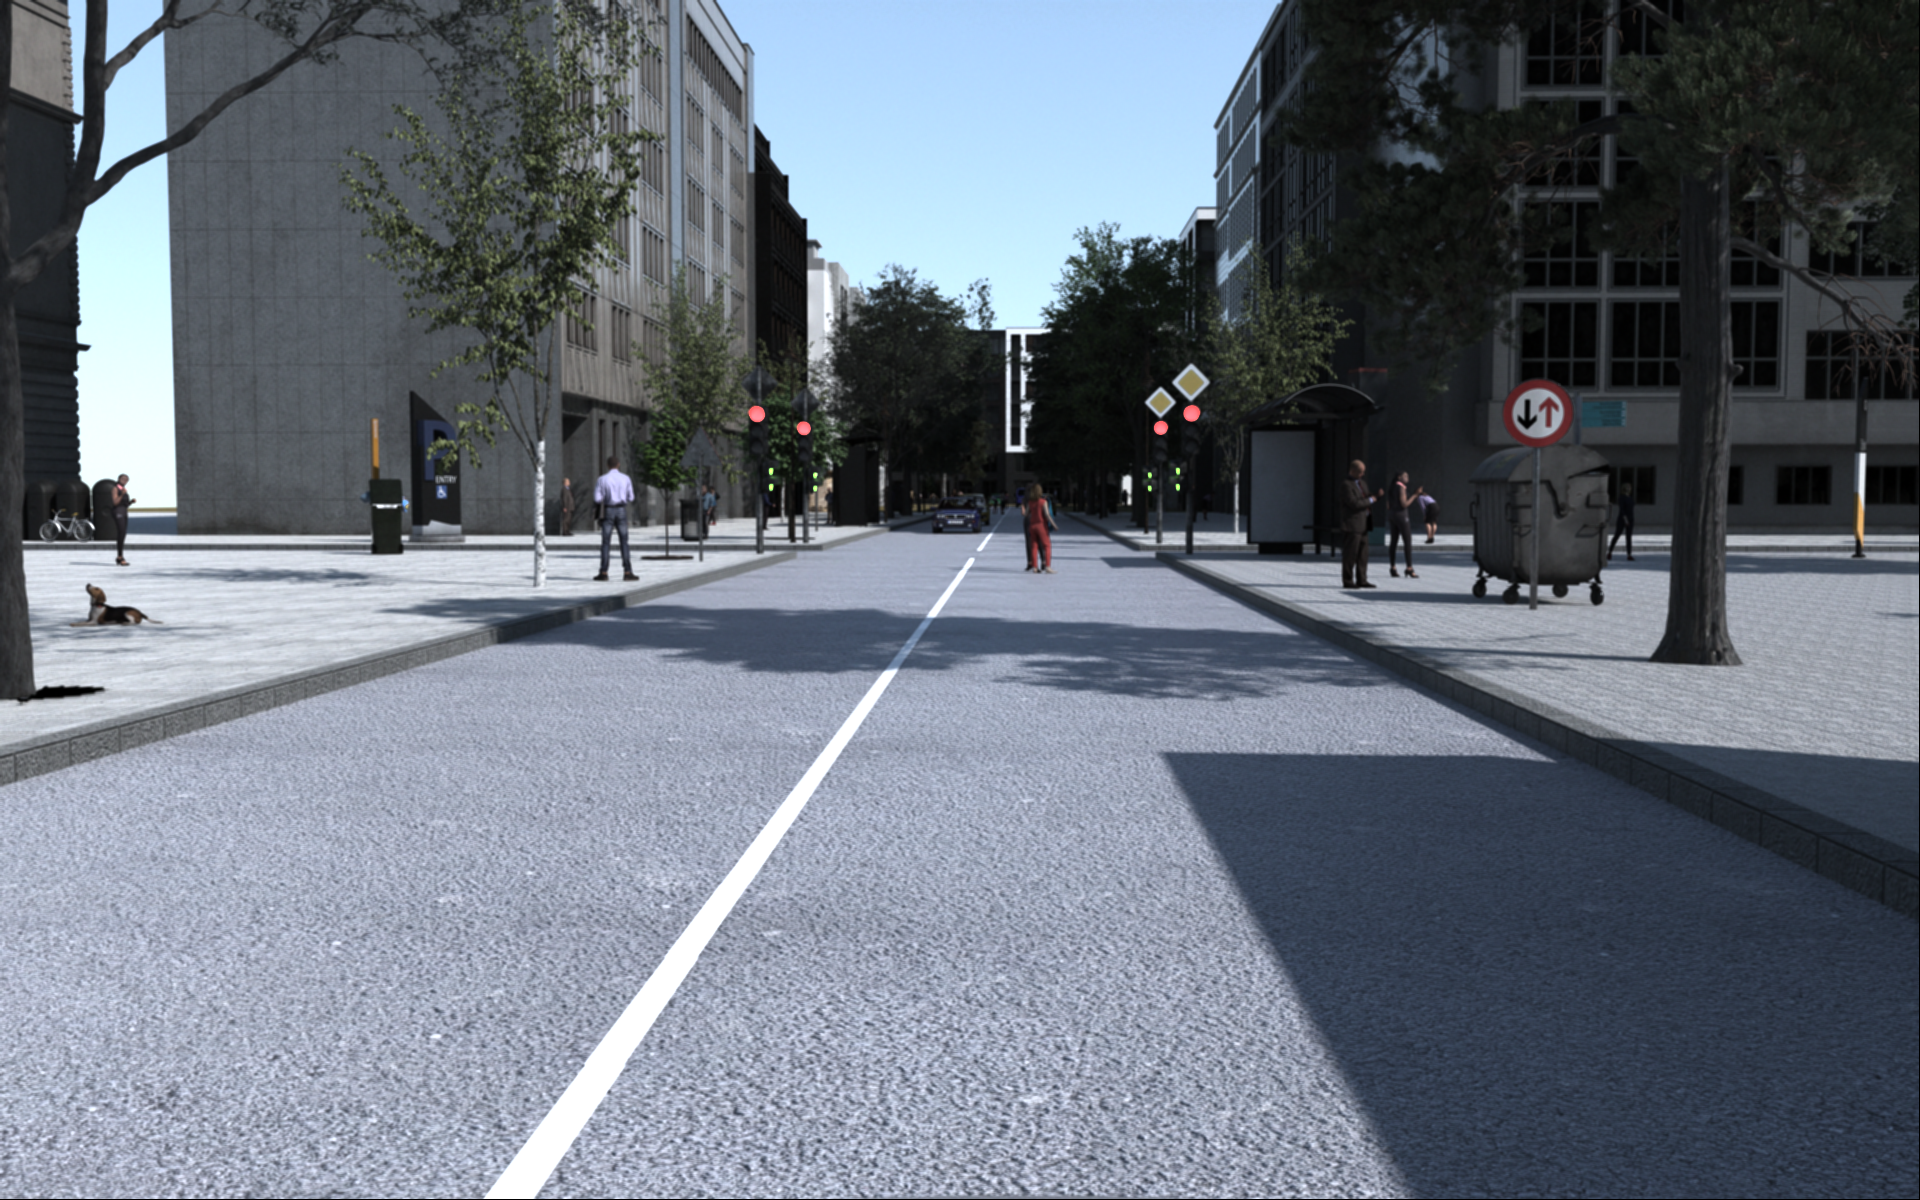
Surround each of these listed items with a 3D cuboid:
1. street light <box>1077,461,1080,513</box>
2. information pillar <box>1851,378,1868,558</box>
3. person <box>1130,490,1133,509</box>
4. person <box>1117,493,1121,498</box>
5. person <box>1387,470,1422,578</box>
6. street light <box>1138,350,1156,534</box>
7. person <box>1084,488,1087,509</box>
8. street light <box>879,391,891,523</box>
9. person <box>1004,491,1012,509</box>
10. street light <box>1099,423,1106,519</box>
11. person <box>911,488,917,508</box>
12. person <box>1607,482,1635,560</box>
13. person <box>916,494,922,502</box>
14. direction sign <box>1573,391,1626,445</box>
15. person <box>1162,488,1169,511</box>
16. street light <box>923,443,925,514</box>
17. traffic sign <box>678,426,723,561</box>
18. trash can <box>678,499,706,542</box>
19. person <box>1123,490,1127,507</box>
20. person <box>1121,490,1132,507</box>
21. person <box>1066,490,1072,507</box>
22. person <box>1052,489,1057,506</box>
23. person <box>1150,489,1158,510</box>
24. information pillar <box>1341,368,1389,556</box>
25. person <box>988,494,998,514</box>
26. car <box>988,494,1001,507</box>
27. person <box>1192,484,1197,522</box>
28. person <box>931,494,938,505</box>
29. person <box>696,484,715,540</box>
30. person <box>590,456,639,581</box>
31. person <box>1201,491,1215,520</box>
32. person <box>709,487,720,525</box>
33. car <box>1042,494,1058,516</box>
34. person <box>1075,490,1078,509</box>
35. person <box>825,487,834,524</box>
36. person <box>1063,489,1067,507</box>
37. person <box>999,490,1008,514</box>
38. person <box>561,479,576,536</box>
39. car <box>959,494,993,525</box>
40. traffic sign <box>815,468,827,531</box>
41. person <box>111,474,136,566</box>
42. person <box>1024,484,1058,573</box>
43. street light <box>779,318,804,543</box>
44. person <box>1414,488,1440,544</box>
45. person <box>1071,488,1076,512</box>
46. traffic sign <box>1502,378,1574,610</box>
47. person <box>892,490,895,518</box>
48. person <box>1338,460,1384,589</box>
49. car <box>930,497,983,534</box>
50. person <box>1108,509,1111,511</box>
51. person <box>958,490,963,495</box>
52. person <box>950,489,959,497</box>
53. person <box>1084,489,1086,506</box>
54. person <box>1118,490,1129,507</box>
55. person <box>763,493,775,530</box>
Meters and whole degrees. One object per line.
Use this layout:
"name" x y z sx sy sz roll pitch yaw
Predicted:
"street light" 8.186 -8.976 119.549 0.468 5.910 1.993 0 4 2
"information pillar" 18.098 -2.658 34.812 0.183 3.616 0.504 3 5 41
"person" 15.114 -8.761 149.999 1.217 1.735 0.721 -3 5 -39
"person" 14.073 -9.363 158.752 1.348 1.869 0.705 0 4 5
"person" 6.848 -1.171 26.666 0.593 1.643 0.415 2 4 30
"street light" 6.027 -5.080 55.846 0.468 5.910 1.993 0 4 2
"person" 10.774 -8.663 147.558 0.709 1.838 0.599 -1 4 -10
"street light" -3.336 -6.418 77.727 0.468 5.910 1.993 0 4 2
"person" 4.559 -9.862 170.433 1.217 1.739 0.721 0 4 6
"street light" 7.135 -7.025 87.638 0.468 5.910 1.993 0 4 2
"person" -4.359 -9.110 155.091 1.348 1.812 0.705 -1 4 -11
"person" 12.839 -1.531 33.610 0.613 1.512 0.480 3 5 41
"person" -3.491 -8.387 146.353 0.628 1.438 0.799 -3 5 -43
"direction sign" 16.317 -3.466 45.426 2.525 3.948 1.411 3 4 38
"person" 15.785 -7.823 133.966 0.705 1.823 1.348 -2 4 -35
"street light" -2.274 -8.374 109.695 0.468 5.910 1.993 0 4 2
"traffic sign" -4.934 -2.014 32.938 0.884 2.594 0.081 1 4 9
"trash can" -7.252 -2.155 46.883 0.748 1.137 0.748 0 3 0
"person" 16.451 -10.137 172.699 0.541 1.710 0.530 -1 4 -23
"person" 16.873 -10.333 175.706 1.217 1.735 0.721 -2 4 -24
"person" 10.490 -9.713 166.324 0.593 1.643 0.415 -2 4 -31
"person" 10.283 -11.218 189.320 0.599 1.838 0.709 0 4 6
"person" 16.161 -8.280 142.134 1.217 1.736 0.721 1 4 16
"information pillar" 8.413 -2.843 35.863 0.750 3.857 0.750 -1 4 -8
"person" 2.372 -6.940 125.164 0.628 1.438 0.799 2 4 31
"car" 4.101 -11.154 191.160 1.959 1.807 4.718 0 4 2
"person" 10.593 -4.428 78.991 0.434 1.755 0.990 1 4 18
"person" -2.990 -11.648 199.664 0.721 1.735 1.217 3 5 42
"person" -7.152 -2.472 48.669 0.429 1.552 0.499 -3 5 -44
"person" -5.138 -1.211 25.704 0.709 1.838 0.599 -1 4 -17
"person" 12.294 -4.685 85.873 0.697 1.427 0.421 1 4 17
"person" -10.303 -3.922 72.043 0.662 1.594 0.647 0 4 -5
"car" 5.520 -6.391 114.710 2.015 1.641 3.980 0 4 3
"person" 10.266 -8.774 150.220 0.721 1.743 1.217 0 4 -8
"person" -5.656 -4.094 75.046 0.319 1.574 0.516 -2 4 -32
"person" 10.655 -10.212 173.532 0.617 1.759 0.750 -3 4 -37
"person" 3.092 -6.925 122.514 0.721 1.735 1.217 -2 4 -26
"person" -11.968 -2.834 52.933 0.434 1.755 0.990 0 4 2
"car" 0.535 -4.289 80.350 2.015 1.641 3.980 0 4 1
"traffic sign" -4.946 -3.642 59.659 0.768 2.556 0.104 1 4 10
"person" -15.033 -1.446 31.161 0.593 1.643 0.415 3 5 43
"person" 1.470 -1.300 31.468 0.444 1.614 0.593 -2 4 -30
"street light" -4.416 -4.457 45.657 0.468 5.910 1.993 0 4 2
"person" 12.067 -2.173 44.811 0.697 1.427 0.421 3 5 43
"person" 8.083 -7.146 123.591 0.721 1.735 1.217 1 4 11
"traffic sign" 6.370 -1.166 19.164 0.768 2.556 0.104 1 4 10
"person" -3.741 -5.359 94.584 0.530 1.710 0.541 2 4 30
"person" 5.439 -1.026 23.506 0.600 1.739 0.565 1 4 16
"car" -0.104 -3.147 64.040 1.945 1.354 3.894 0 4 2
"person" 11.270 -7.423 130.643 0.421 1.427 0.697 2 4 33
"person" 0.020 -10.433 177.336 1.217 1.736 0.721 0 4 8
"person" -0.484 -9.617 164.109 1.217 1.723 0.721 -3 5 -41
"person" 13.137 -10.842 183.325 1.348 1.823 0.705 -2 4 -25
"person" 16.690 -10.404 176.938 1.217 1.735 0.721 2 4 26
"person" -6.913 -3.264 62.112 0.600 1.496 0.574 0 4 2
